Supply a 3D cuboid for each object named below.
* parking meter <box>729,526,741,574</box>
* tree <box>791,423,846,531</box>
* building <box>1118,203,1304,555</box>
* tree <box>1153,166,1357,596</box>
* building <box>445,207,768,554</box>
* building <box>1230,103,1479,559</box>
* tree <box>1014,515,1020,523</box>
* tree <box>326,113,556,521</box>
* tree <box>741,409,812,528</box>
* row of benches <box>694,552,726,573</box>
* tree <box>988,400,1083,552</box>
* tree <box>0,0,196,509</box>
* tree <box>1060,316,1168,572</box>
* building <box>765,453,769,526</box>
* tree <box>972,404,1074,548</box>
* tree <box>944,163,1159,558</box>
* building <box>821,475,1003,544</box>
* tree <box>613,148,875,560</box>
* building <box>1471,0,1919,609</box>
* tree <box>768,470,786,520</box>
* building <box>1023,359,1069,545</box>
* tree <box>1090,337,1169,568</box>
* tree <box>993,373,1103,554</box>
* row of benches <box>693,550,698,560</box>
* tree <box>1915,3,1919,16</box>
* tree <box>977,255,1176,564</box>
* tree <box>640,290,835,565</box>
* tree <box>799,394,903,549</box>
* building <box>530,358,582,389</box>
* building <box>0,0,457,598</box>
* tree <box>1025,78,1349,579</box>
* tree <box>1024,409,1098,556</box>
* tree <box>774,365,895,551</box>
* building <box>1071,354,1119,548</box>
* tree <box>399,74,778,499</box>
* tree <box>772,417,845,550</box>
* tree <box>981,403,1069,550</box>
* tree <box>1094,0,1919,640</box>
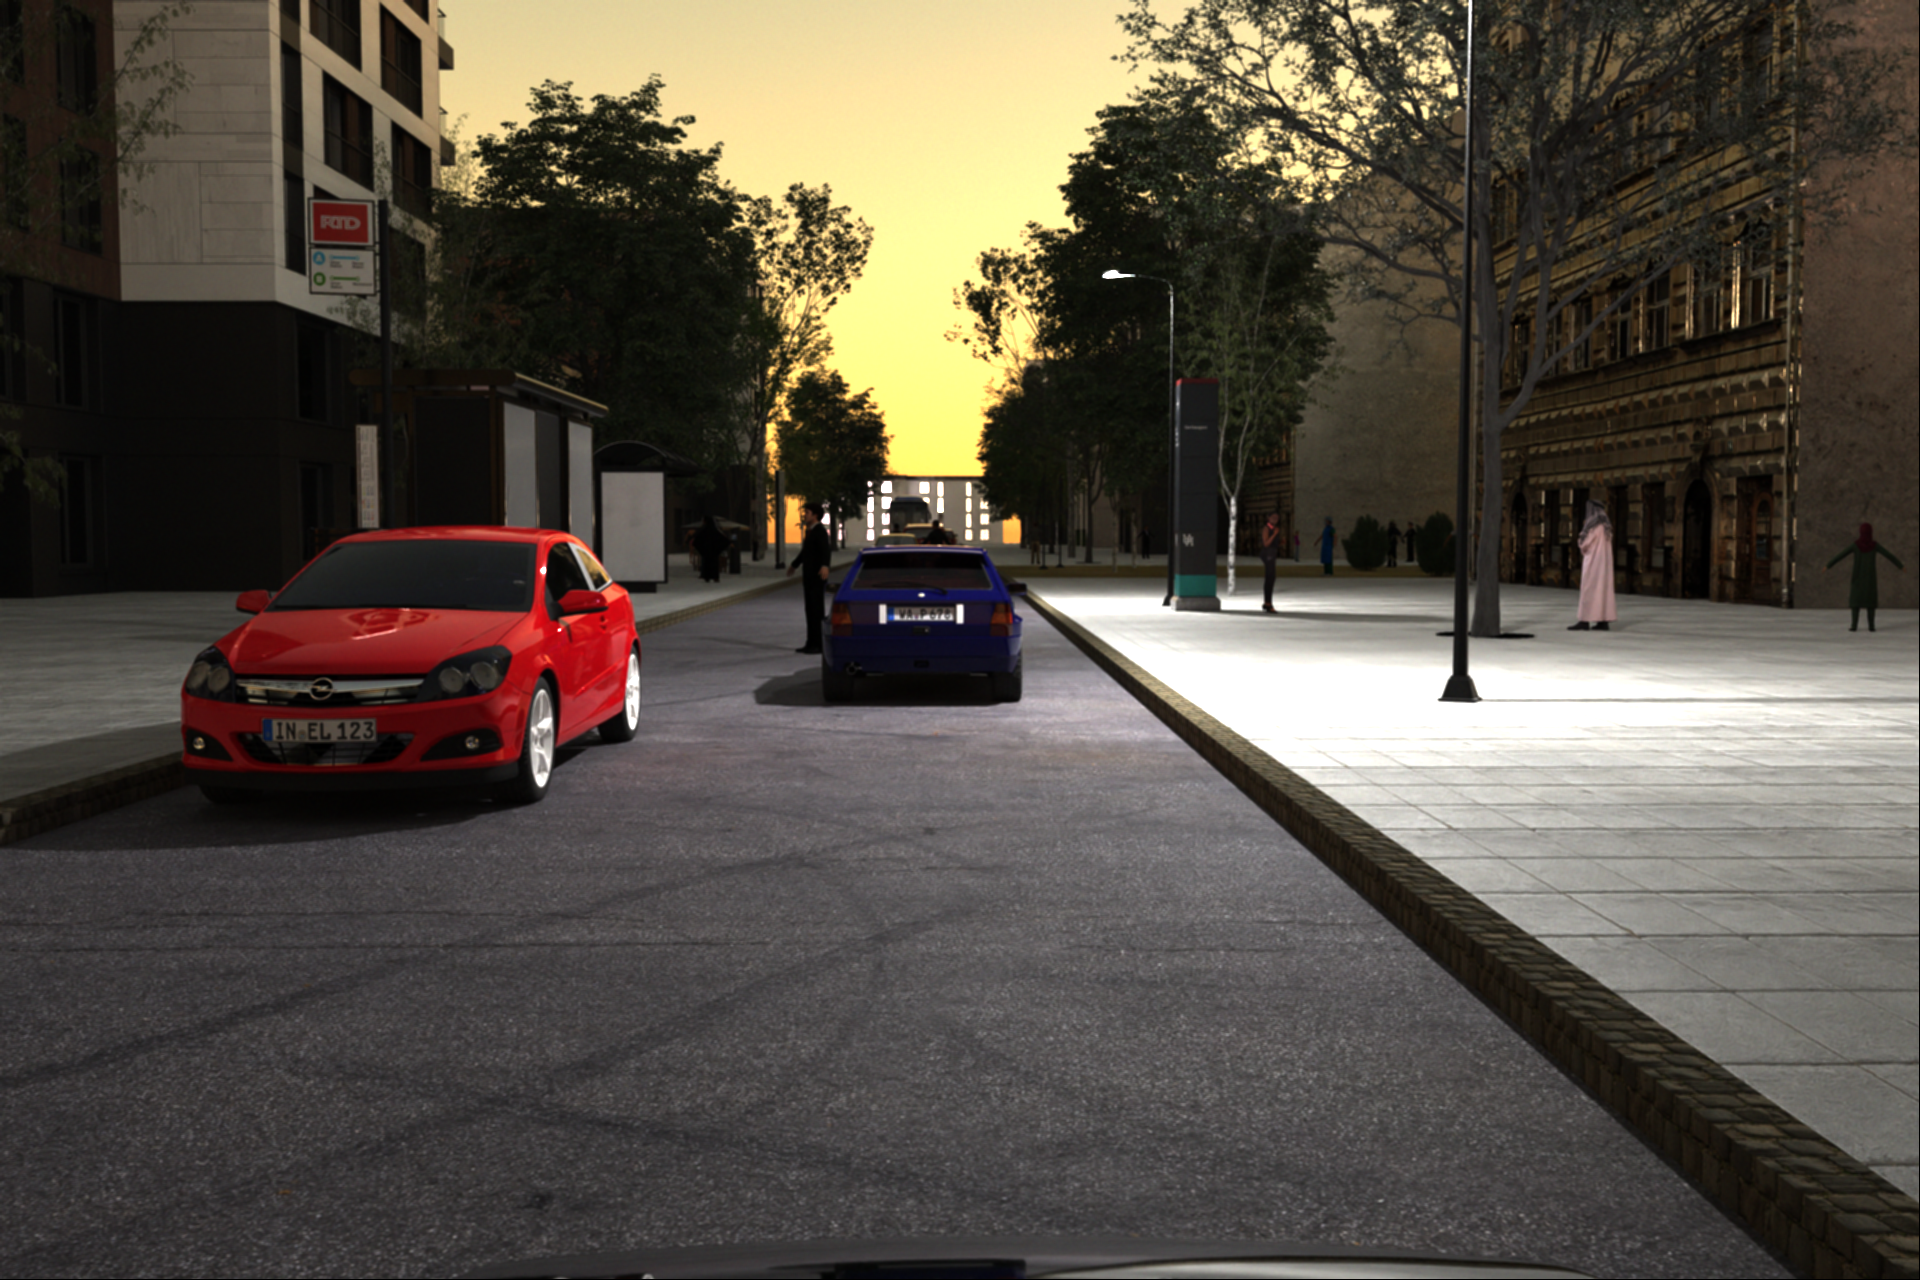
[{"bbox_3d":[-7.262,-2.900,55.827,0.372,1.533,0.369,0,3,0],"label":"parking meter"},{"bbox_3d":[-9.727,-10.105,115.583,4.737,8.622,4.395,0,3,0],"label":"tree"},{"bbox_3d":[25.032,-17.103,123.602,27.936,21.610,32.646,0,4,-1],"label":"building"},{"bbox_3d":[5.447,-5.211,35.560,4.360,8.622,3.978,0,3,0],"label":"tree"},{"bbox_3d":[-29.332,-17.184,124.929,27.936,21.610,32.646,0,4,-1],"label":"building"},{"bbox_3d":[25.879,-16.209,95.945,19.493,23.208,18.063,0,4,-1],"label":"building"},{"bbox_3d":[9.934,-18.261,248.922,4.360,8.622,3.978,0,3,0],"label":"tree"},{"bbox_3d":[-9.423,-4.907,30.599,4.360,8.622,3.978,0,3,0],"label":"tree"},{"bbox_3d":[-10.233,-9.076,98.763,4.737,8.622,4.395,0,3,0],"label":"tree"},{"bbox_3d":[-8.536,-2.668,59.078,1.422,0.672,4.104,-1,4,-15],"label":"row of benches"},{"bbox_3d":[5.517,-11.953,121.193,9.928,11.665,9.643,0,3,0],"label":"tree"},{"bbox_3d":[-9.736,-3.973,15.318,4.360,8.622,3.978,0,3,0],"label":"tree"},{"bbox_3d":[4.983,-6.596,58.200,4.360,8.622,3.978,0,3,0],"label":"tree"},{"bbox_3d":[-24.617,-14.665,181.916,9.099,9.664,28.070,0,4,-1],"label":"building"},{"bbox_3d":[5.600,-15.145,154.267,9.857,13.997,8.962,0,3,0],"label":"tree"},{"bbox_3d":[5.523,-14.386,91.107,12.611,20.169,13.585,0,3,0],"label":"tree"},{"bbox_3d":[-7.752,-18.437,246.040,28.070,9.664,9.099,0,4,-3],"label":"building"},{"bbox_3d":[-11.376,-14.128,86.874,12.611,20.169,13.585,0,3,0],"label":"tree"},{"bbox_3d":[23.362,-12.661,37.941,19.493,23.208,18.063,0,4,0],"label":"building"},{"bbox_3d":[-28.114,-19.113,246.913,7.601,10.594,8.767,0,4,2],"label":"tree"},{"bbox_3d":[21.772,-22.927,218.823,27.936,21.610,32.646,0,3,0],"label":"building"},{"bbox_3d":[6.468,-6.985,64.564,4.360,8.622,3.978,0,3,0],"label":"tree"},{"bbox_3d":[5.752,-11.357,111.438,9.928,11.665,9.643,0,3,0],"label":"tree"},{"bbox_3d":[-10.336,-3.314,69.654,1.422,0.672,4.104,-1,4,-11],"label":"row of benches"},{"bbox_3d":[6.553,-4.964,6.921,9.928,11.665,9.643,0,3,0],"label":"tree"},{"bbox_3d":[5.767,-10.084,75.245,12.009,13.543,11.850,0,3,0],"label":"tree"},{"bbox_3d":[-9.329,-8.947,72.034,9.928,11.665,9.643,0,3,0],"label":"tree"},{"bbox_3d":[-10.173,-14.577,148.708,12.009,13.543,11.850,0,3,0],"label":"tree"},{"bbox_3d":[-24.220,-9.238,93.181,9.099,9.664,28.070,0,4,0],"label":"building"},{"bbox_3d":[-28.978,-11.724,35.659,27.936,21.610,32.646,0,3,0],"label":"building"},{"bbox_3d":[6.311,-8.683,48.627,9.857,13.997,8.962,0,3,0],"label":"tree"},{"bbox_3d":[6.027,-9.348,103.197,4.737,8.622,4.395,0,3,0],"label":"tree"},{"bbox_3d":[-9.428,-13.609,129.157,9.857,13.997,8.962,0,3,0],"label":"tree"},{"bbox_3d":[20.864,-19.089,178.560,16.747,18.905,31.486,0,4,0],"label":"building"},{"bbox_3d":[-9.873,-8.609,47.407,9.857,13.997,8.962,0,3,0],"label":"tree"},{"bbox_3d":[-9.394,-9.469,105.173,4.737,8.622,4.395,0,3,0],"label":"tree"},{"bbox_3d":[5.446,-13.678,141.765,7.486,12.596,7.792,0,3,0],"label":"tree"},{"bbox_3d":[6.705,-6.776,21.163,12.009,13.543,11.850,0,3,0],"label":"tree"}]
